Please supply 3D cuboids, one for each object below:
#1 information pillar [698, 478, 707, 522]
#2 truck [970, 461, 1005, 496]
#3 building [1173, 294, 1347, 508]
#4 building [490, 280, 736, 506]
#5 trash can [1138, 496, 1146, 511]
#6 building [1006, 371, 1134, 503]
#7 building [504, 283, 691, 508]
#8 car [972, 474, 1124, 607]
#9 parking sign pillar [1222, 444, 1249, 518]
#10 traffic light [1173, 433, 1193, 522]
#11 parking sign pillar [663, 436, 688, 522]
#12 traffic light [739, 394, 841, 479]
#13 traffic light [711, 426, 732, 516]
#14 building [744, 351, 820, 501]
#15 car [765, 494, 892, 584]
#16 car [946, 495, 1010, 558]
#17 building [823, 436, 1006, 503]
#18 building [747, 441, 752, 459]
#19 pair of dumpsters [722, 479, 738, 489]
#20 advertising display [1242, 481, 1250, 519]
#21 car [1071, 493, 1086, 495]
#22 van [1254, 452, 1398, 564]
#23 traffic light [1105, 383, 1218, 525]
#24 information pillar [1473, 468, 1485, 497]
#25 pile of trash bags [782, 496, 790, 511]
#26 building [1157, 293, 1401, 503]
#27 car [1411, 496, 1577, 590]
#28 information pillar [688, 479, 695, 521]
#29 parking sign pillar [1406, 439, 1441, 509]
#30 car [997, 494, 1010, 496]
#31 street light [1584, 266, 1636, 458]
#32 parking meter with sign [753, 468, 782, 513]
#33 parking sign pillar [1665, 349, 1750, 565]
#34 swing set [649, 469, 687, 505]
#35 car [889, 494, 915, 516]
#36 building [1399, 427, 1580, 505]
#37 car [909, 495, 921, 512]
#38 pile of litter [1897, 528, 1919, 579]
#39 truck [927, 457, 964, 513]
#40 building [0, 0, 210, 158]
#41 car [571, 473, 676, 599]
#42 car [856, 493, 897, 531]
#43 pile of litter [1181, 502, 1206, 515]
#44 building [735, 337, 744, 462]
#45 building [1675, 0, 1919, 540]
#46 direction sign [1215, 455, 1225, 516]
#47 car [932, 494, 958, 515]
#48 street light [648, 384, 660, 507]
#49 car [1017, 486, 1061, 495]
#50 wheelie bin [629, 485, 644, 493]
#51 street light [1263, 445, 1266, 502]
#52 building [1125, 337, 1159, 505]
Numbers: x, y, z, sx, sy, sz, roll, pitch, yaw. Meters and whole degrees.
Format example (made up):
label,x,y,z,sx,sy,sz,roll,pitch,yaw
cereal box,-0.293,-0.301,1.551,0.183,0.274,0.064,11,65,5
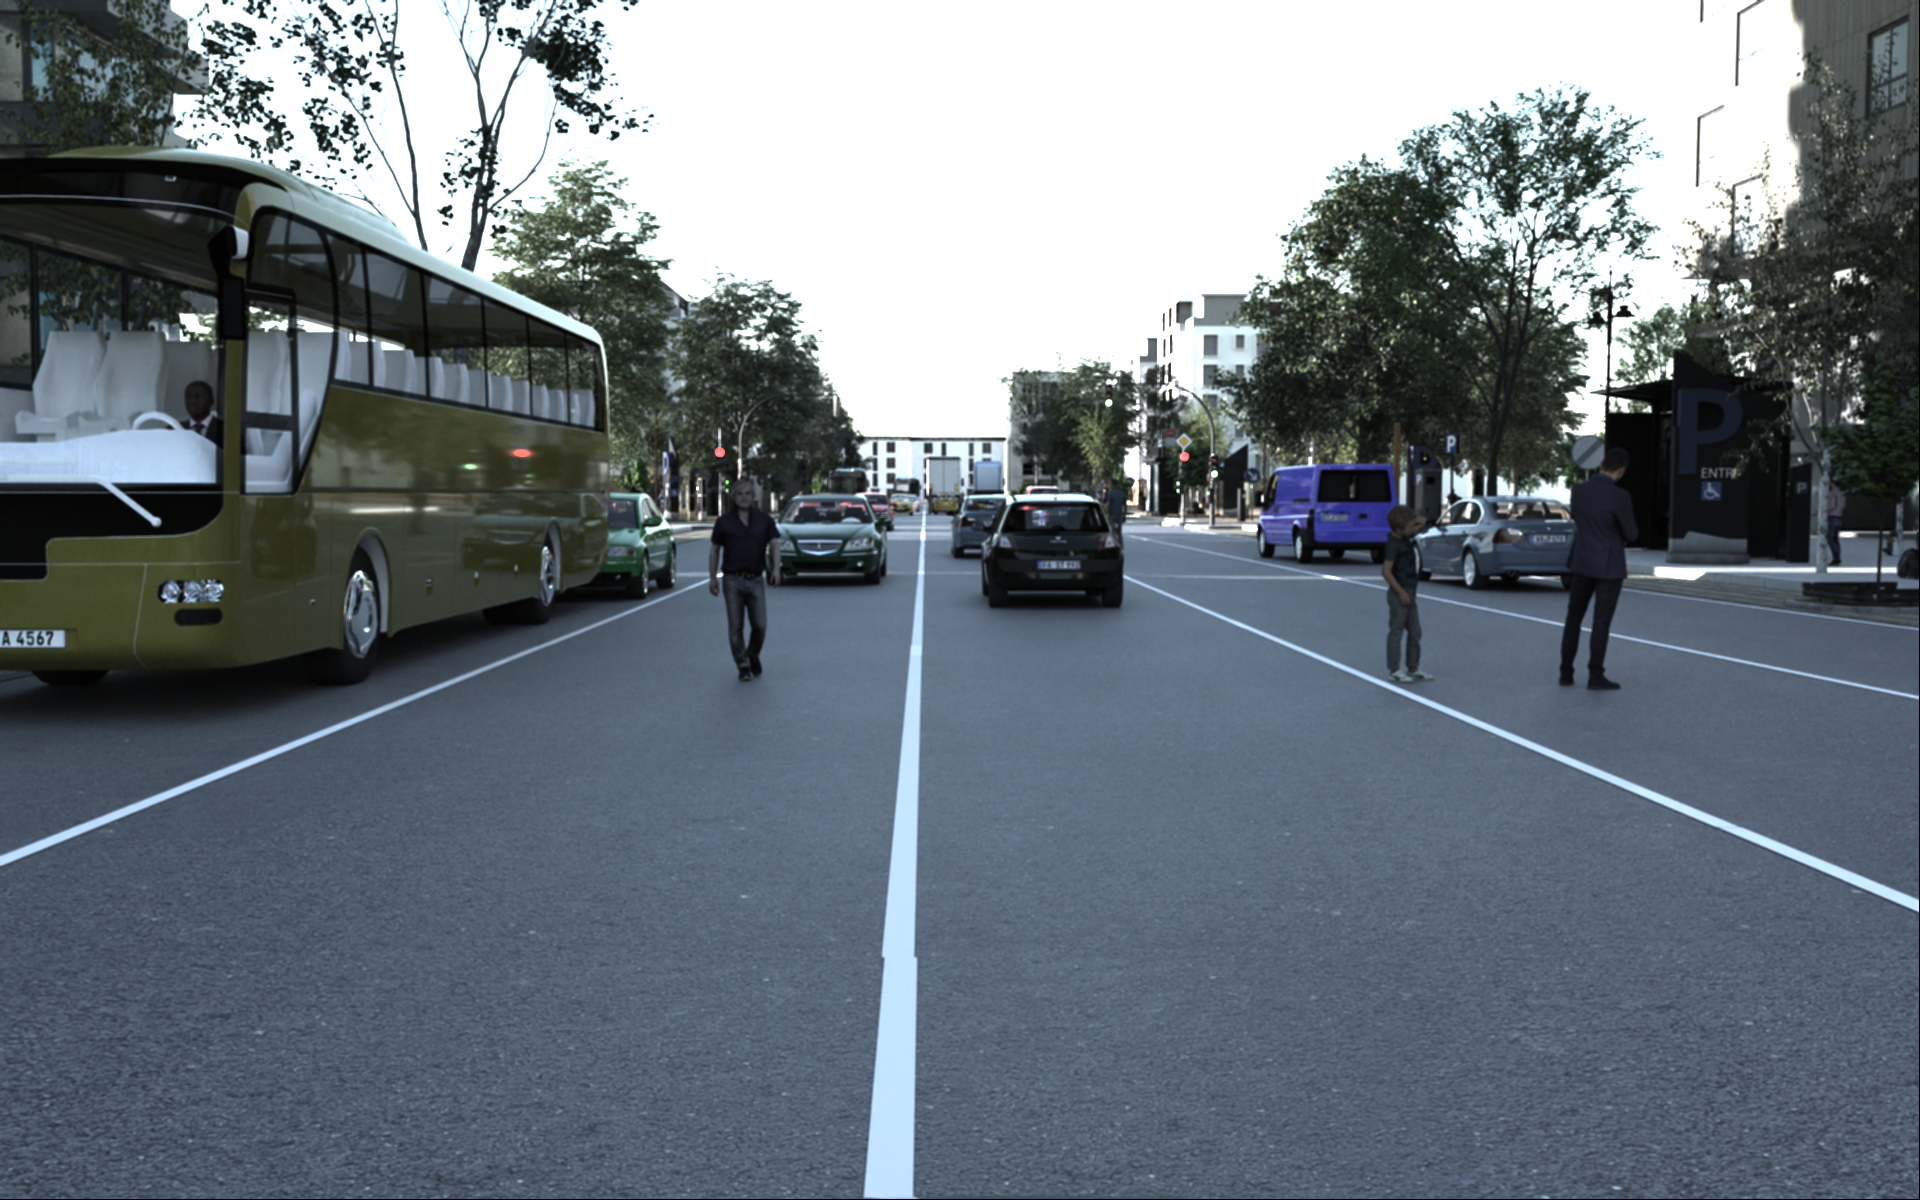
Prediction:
label,x,y,z,sx,sy,sz,roll,pitch,yaw
information pillar,-12.024,-4.674,80.914,0.304,2.012,0.304,-3,4,-37
truck,2.323,-8.961,136.273,2.967,4.110,18.799,0,4,0
building,29.183,-19.165,169.769,16.016,20.091,11.380,0,4,-1
building,-39.243,-20.650,181.604,27.936,21.610,32.646,0,4,-1
trash can,13.525,-7.139,128.380,0.748,1.137,0.748,0,3,0
building,22.948,-23.939,257.864,31.486,18.905,16.747,0,4,-1
building,-32.904,-18.535,159.461,16.016,20.091,11.380,0,4,-1
car,1.184,-0.828,23.324,2.009,1.686,4.222,0,4,-1
parking sign pillar,14.846,-6.399,93.090,1.447,3.967,1.447,1,4,23
traffic light,10.214,-5.526,79.270,0.839,4.253,0.868,0,4,-1
parking sign pillar,-13.291,-5.581,79.713,1.447,3.967,1.447,-1,4,-22
traffic light,-7.833,-6.377,78.929,4.771,5.953,1.251,0,4,-1
traffic light,-9.763,-5.012,70.868,0.839,4.253,0.868,0,4,-1
building,-38.076,-25.555,261.795,32.646,21.610,27.936,0,4,-1
car,-2.187,-1.052,29.006,2.131,1.459,4.920,0,4,-1
car,0.682,-1.724,40.196,2.014,1.417,4.499,0,4,-1
building,-7.334,-19.065,253.863,28.070,9.664,9.099,0,4,-1
building,-40.141,-16.647,214.323,28.070,9.664,9.099,0,4,-1
pair of dumpsters,-13.981,-6.470,108.275,1.574,2.255,4.437,0,4,-1
advertising display,14.528,-5.064,88.008,0.123,1.923,0.974,2,4,28
car,6.723,-5.683,101.720,1.959,1.807,4.718,0,4,0
van,7.820,-2.018,37.384,2.240,2.365,5.245,0,4,-3
traffic light,8.284,-5.898,71.103,4.771,5.953,1.251,0,4,-1
information pillar,14.544,-2.696,48.577,0.304,2.012,0.304,1,4,17
pile of trash bags,-14.591,-7.538,133.005,3.447,1.369,1.912,0,4,4
building,35.581,-21.313,192.434,27.936,21.610,32.646,0,4,-1
car,8.445,-0.931,27.227,2.014,1.417,4.499,0,4,-2
information pillar,-12.927,-4.831,83.476,0.304,2.012,0.304,-1,4,-13
parking sign pillar,18.711,-4.980,69.893,1.447,3.967,1.447,-1,4,-8
car,2.699,-6.335,115.581,2.014,1.417,4.499,0,4,-1
street light,13.183,-3.821,35.257,0.468,5.910,1.993,0,4,-1
parking meter with sign,-13.148,-7.412,117.441,1.738,3.016,0.543,0,4,-4
parking sign pillar,13.873,-2.665,32.042,1.447,3.967,1.447,1,4,13
swing set,-17.701,-6.656,106.439,3.119,2.851,2.862,0,4,5
car,-4.002,-6.471,116.020,2.015,1.641,3.980,0,4,-2
building,63.259,-16.804,216.889,28.070,9.664,9.099,0,4,-1
car,-4.193,-7.799,139.869,2.083,1.381,4.827,0,4,0
pile of litter,15.079,-0.761,26.409,1.719,0.858,1.176,-1,4,-12
truck,-1.166,-8.998,136.029,2.839,4.237,11.283,0,4,1
building,-37.727,-26.023,45.082,30.456,49.044,23.786,0,4,-1
car,-5.209,-0.991,25.006,1.959,1.807,4.718,0,4,-2
car,-3.533,-3.625,68.301,2.155,1.783,4.494,0,4,0
pile of litter,14.512,-5.727,107.596,1.719,0.858,1.176,0,4,-4
building,-33.419,-21.243,203.743,16.016,20.091,11.380,0,4,-1
building,38.275,-27.933,45.939,28.713,52.752,27.495,0,4,-1
direction sign,15.173,-6.716,101.798,0.876,3.537,0.379,3,5,43
car,-0.978,-6.847,122.175,2.015,1.641,3.980,0,3,0
street light,-11.709,-5.751,66.810,0.468,5.910,1.993,0,4,-1
car,3.858,-4.491,82.099,2.281,1.827,5.304,0,4,-1
wheelie bin,-11.445,-3.240,60.882,0.693,1.594,0.980,0,4,-7
street light,12.479,-6.005,70.964,0.468,5.910,1.993,0,4,-1
building,28.701,-21.902,214.521,16.016,20.091,11.380,0,4,-1
